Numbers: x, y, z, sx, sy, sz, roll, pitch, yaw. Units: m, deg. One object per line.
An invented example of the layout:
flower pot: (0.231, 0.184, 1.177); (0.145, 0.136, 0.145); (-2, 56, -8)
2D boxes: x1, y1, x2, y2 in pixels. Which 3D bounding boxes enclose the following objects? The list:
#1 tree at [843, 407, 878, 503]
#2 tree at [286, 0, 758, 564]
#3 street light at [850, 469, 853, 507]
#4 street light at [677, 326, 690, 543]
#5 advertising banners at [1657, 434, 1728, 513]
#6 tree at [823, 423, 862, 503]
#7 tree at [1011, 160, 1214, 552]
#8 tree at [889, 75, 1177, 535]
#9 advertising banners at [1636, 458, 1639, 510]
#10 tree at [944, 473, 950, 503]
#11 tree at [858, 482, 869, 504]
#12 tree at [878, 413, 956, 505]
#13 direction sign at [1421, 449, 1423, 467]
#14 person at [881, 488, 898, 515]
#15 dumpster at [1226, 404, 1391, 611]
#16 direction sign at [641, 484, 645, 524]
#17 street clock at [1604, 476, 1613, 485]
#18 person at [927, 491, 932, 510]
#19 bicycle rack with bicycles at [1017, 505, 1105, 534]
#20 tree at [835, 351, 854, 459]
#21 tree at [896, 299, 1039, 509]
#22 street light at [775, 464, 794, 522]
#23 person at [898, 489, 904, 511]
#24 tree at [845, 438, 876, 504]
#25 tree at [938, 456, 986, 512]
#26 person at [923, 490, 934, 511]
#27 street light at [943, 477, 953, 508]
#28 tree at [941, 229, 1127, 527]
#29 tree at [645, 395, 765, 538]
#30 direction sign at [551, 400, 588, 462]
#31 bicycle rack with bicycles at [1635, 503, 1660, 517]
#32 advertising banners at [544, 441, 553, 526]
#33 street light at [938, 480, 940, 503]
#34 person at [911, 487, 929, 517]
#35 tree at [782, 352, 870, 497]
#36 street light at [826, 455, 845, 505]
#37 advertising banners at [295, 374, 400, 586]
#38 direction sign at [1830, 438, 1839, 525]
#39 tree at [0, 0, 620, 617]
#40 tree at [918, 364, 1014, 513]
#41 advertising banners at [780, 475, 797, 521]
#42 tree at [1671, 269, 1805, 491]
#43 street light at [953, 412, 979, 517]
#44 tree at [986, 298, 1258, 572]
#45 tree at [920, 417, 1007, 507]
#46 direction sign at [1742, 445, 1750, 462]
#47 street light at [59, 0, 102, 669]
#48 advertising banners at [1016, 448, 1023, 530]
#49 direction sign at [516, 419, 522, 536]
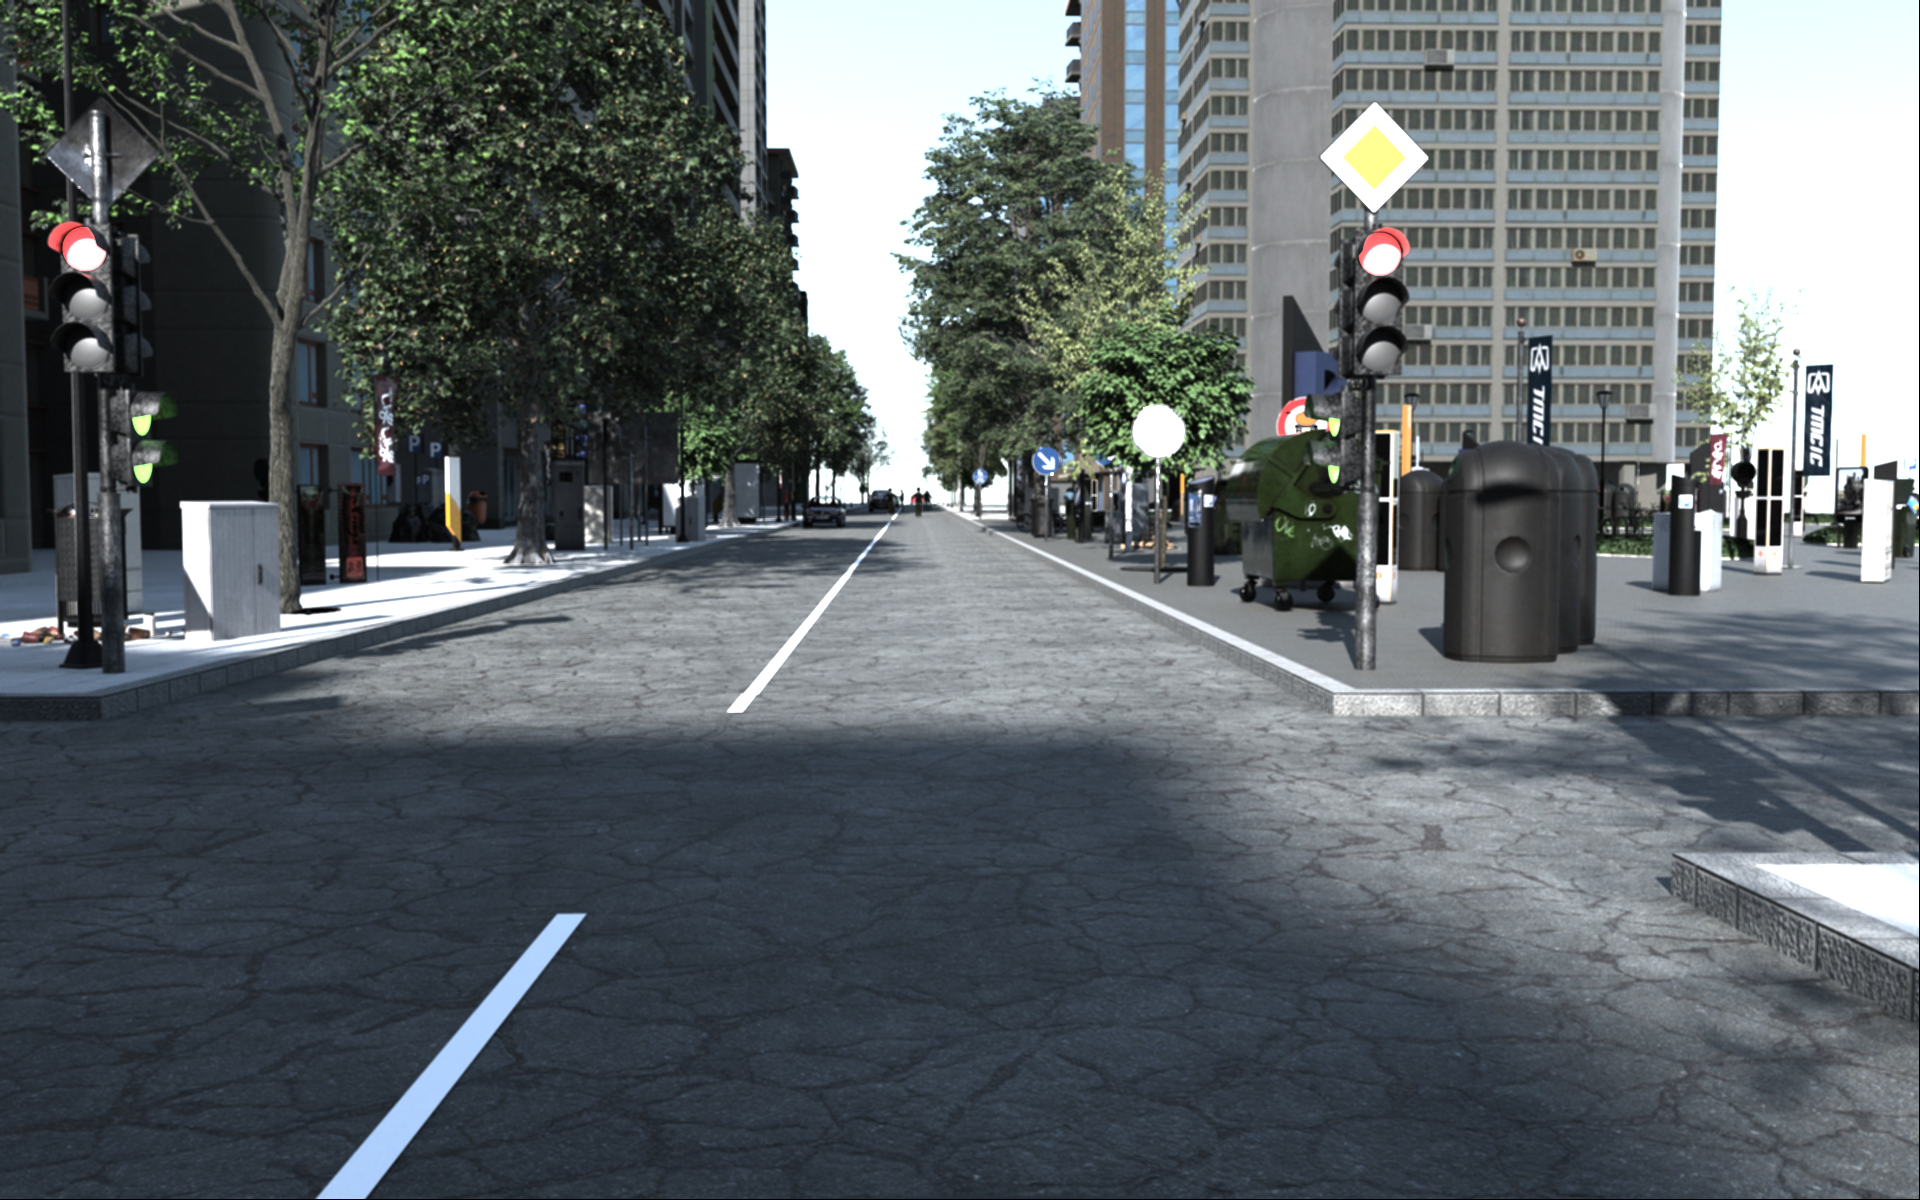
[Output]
tree: (-13.215, -20.518, 245.831); (12.009, 13.543, 11.850); (0, 3, 0)
tree: (-7.936, -7.024, 31.854); (9.611, 12.733, 9.660); (0, 3, 0)
street light: (-9.816, -11.163, 155.061); (1.470, 5.913, 1.316); (0, 4, -2)
street light: (-6.809, -4.480, 45.784); (1.470, 5.913, 1.316); (0, 4, -2)
advertising banners: (21.520, -3.348, 50.920); (0.090, 3.025, 2.074); (-3, 5, -40)
tree: (-10.946, -12.729, 158.486); (4.737, 8.622, 4.395); (0, 3, 0)
tree: (3.570, -5.378, 38.291); (4.737, 8.622, 4.395); (0, 3, 0)
tree: (2.674, -8.981, 53.499); (9.857, 13.997, 8.962); (0, 3, 0)
advertising banners: (32.289, -5.283, 82.557); (0.090, 3.025, 2.074); (1, 4, 23)
tree: (-1.771, -17.534, 237.048); (4.360, 8.622, 3.978); (0, 3, 0)
tree: (-13.106, -14.759, 235.909); (1.663, 3.219, 1.824); (0, 3, 0)
tree: (-0.665, -17.590, 197.969); (12.009, 13.543, 11.850); (0, 3, 0)
direction sign: (23.334, -5.842, 87.510); (0.379, 3.537, 0.876); (1, 4, 15)
person: (-4.855, -6.845, 120.048); (1.348, 1.869, 0.705); (-2, 4, -35)
dumpster: (3.930, -1.050, 19.656); (1.502, 2.255, 1.985); (0, 4, -2)
direction sign: (-13.377, -4.970, 73.249); (0.876, 3.537, 0.379); (2, 4, 33)
street clock: (26.601, -4.068, 71.086); (0.358, 2.002, 0.471); (0, 4, 1)
person: (-2.844, -9.079, 157.882); (0.436, 1.711, 0.756); (-3, 5, -44)
bicycle rack with bicycles: (3.339, -2.690, 57.368); (2.925, 0.926, 2.852); (0, 4, 8)
tree: (-8.790, -9.154, 66.674); (9.611, 12.733, 9.660); (0, 3, 0)
tree: (1.173, -17.984, 149.924); (12.611, 20.169, 13.585); (0, 3, 0)
street light: (-7.726, -6.503, 78.871); (1.470, 5.913, 1.316); (0, 4, -2)
person: (-4.949, -8.317, 144.358); (0.599, 1.838, 0.709); (-1, 4, -13)
tree: (-13.045, -17.047, 229.084); (4.360, 8.622, 3.978); (0, 3, 0)
tree: (1.203, -8.766, 127.044); (4.285, 4.588, 4.351); (0, 3, 0)
person: (-2.894, -8.581, 148.823); (1.348, 1.821, 0.705); (0, 4, -3)
street light: (-0.409, -9.697, 131.080); (1.470, 5.913, 1.316); (0, 4, -2)
tree: (2.844, -8.639, 67.008); (9.928, 11.665, 9.643); (0, 3, 0)
tree: (-7.966, -4.114, 50.981); (4.285, 4.588, 4.351); (0, 3, 0)
direction sign: (-9.379, -3.038, 41.662); (0.876, 3.537, 0.379); (0, 4, -3)
bicycle rack with bicycles: (28.704, -3.611, 72.427); (2.925, 0.926, 2.852); (2, 4, 34)
advertising banners: (-13.073, -3.685, 56.435); (0.090, 3.025, 2.074); (-3, 4, -38)
street light: (-1.302, -11.724, 164.220); (1.470, 5.913, 1.316); (0, 4, -2)
person: (-2.524, -6.006, 106.330); (1.348, 1.869, 0.705); (3, 4, 37)
tree: (-10.323, -12.986, 130.451); (7.486, 12.596, 7.792); (0, 3, 0)
street light: (-8.876, -9.131, 121.828); (1.470, 5.913, 1.316); (0, 4, -2)
advertising banners: (-8.790, -1.758, 24.935); (0.090, 3.025, 2.074); (2, 4, 26)
direction sign: (35.718, -4.808, 70.609); (0.379, 3.537, 0.876); (2, 4, 30)
tree: (-7.153, -5.664, 18.358); (9.928, 11.665, 9.643); (0, 3, 0)
tree: (0.774, -12.101, 115.980); (7.486, 12.596, 7.792); (0, 3, 0)
advertising banners: (-8.453, -5.403, 84.533); (0.090, 3.025, 2.074); (-2, 4, -30)
tree: (26.048, -6.558, 57.579); (4.737, 8.622, 4.395); (0, 3, 0)
street light: (0.488, -7.650, 97.612); (1.470, 5.913, 1.316); (0, 4, -2)
tree: (3.406, -2.779, 29.155); (4.285, 4.588, 4.351); (0, 3, 0)
tree: (0.375, -15.638, 172.692); (9.611, 12.733, 9.660); (0, 3, 0)
direction sign: (36.171, -5.375, 79.885); (0.379, 3.537, 0.876); (0, 4, -3)
street light: (-5.947, -2.456, 12.696); (1.470, 5.913, 1.316); (0, 4, -2)
advertising banners: (2.520, -4.043, 62.286); (0.090, 3.025, 2.074); (2, 4, 35)
direction sign: (-13.251, -3.688, 52.303); (0.379, 3.537, 0.876); (-2, 4, -26)
